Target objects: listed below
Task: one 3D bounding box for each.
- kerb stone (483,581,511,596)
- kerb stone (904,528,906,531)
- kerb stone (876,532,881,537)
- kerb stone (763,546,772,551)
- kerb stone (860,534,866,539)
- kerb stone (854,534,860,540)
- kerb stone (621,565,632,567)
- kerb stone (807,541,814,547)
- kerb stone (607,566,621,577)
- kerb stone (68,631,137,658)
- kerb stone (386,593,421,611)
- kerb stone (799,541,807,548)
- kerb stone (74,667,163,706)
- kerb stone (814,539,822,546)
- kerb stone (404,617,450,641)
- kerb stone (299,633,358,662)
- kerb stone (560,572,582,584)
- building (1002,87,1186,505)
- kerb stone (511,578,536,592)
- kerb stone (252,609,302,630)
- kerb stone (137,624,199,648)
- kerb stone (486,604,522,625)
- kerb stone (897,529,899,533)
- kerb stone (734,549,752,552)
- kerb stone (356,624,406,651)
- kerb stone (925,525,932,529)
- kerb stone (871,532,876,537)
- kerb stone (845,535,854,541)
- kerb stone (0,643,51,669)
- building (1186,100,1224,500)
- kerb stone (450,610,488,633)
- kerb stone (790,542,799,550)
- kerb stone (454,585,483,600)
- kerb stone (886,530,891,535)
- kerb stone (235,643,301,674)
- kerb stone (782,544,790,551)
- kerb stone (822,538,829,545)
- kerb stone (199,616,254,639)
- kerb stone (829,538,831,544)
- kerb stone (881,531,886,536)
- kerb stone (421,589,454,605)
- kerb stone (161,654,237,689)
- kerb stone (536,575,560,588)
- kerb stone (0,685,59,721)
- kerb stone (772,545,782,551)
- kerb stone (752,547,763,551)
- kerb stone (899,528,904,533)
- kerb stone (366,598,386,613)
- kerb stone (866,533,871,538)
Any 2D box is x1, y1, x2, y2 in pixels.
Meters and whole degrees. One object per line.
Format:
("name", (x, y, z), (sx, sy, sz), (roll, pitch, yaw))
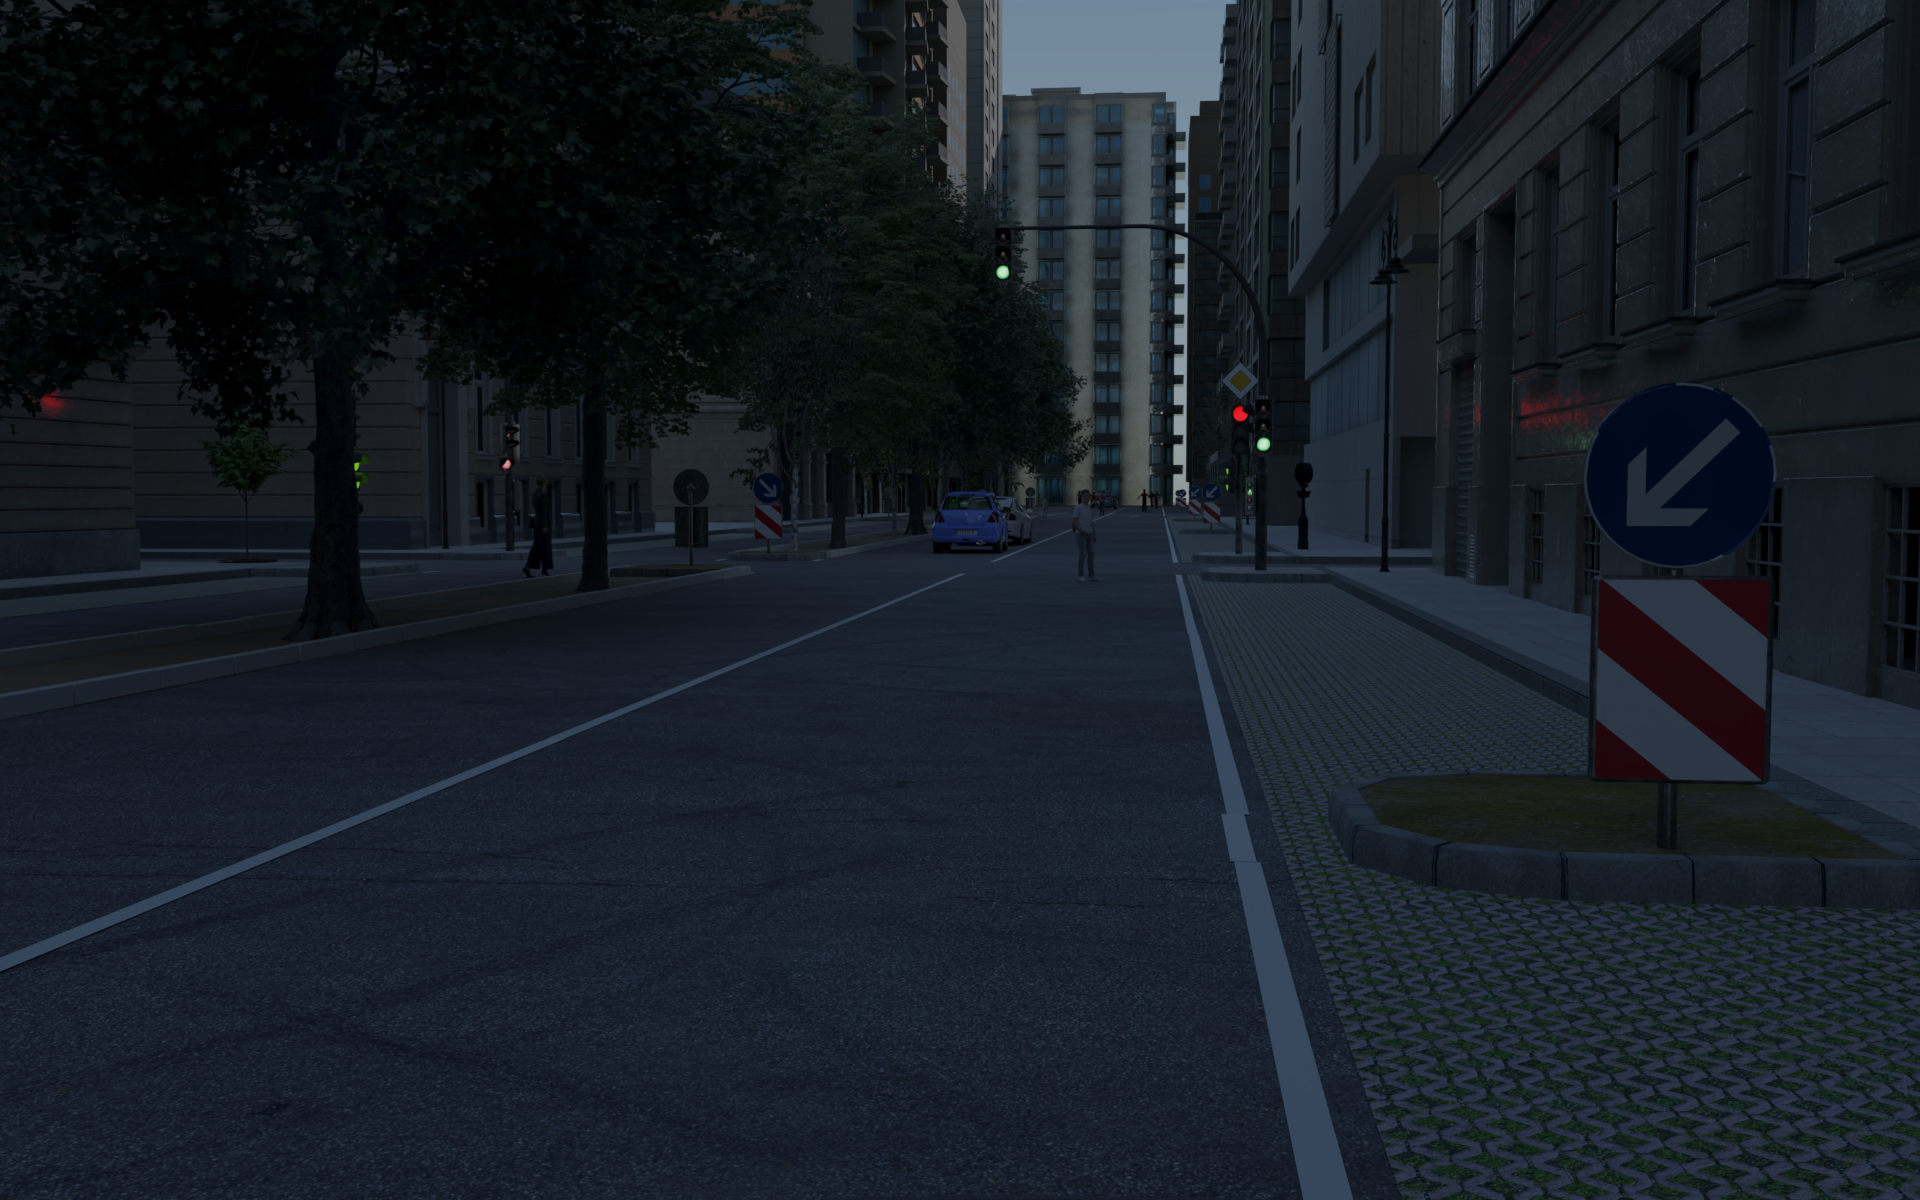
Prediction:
("kerb stone", (-6.661, -0.149, 24.625), (0.120, 0.150, 1.000), (0, 4, 7))
("kerb stone", (-2.148, -2.549, 63.874), (0.120, 0.150, 1.000), (0, 4, 7))
("kerb stone", (-2.859, -2.175, 57.765), (0.120, 0.150, 1.000), (0, 4, 7))
("kerb stone", (-4.726, -1.179, 41.474), (0.120, 0.150, 1.000), (0, 4, 7))
("kerb stone", (-3.201, -1.987, 54.717), (0.120, 0.150, 1.000), (0, 4, 7))
("kerb stone", (-3.322, -1.926, 53.697), (0.120, 0.150, 1.000), (0, 4, 7))
("kerb stone", (-5.965, -0.520, 30.727), (0.120, 0.150, 1.000), (0, 4, 7))
("kerb stone", (-4.146, -1.489, 46.573), (0.120, 0.150, 1.000), (0, 4, 7))
("kerb stone", (-6.078, -0.460, 29.711), (0.120, 0.150, 1.000), (0, 4, 7))
("kerb stone", (-7.721, 0.412, 15.467), (0.120, 0.150, 1.000), (0, 4, 7))
("kerb stone", (-7.014, 0.038, 21.579), (0.120, 0.150, 1.000), (0, 4, 7))
("kerb stone", (-4.259, -1.429, 45.557), (0.120, 0.150, 1.000), (0, 4, 7))
("kerb stone", (-5.980, 0.614, 12.207), (0.120, 0.150, 1.000), (0, 4, 7))
("kerb stone", (-4.027, -1.551, 47.588), (0.120, 0.150, 1.000), (0, 4, 7))
("kerb stone", (-5.386, 0.299, 17.306), (0.120, 0.150, 1.000), (0, 4, 7))
("kerb stone", (-5.619, 0.427, 15.263), (0.120, 0.150, 1.000), (0, 4, 7))
("kerb stone", (-6.311, -0.335, 27.675), (0.120, 0.150, 1.000), (0, 4, 7))
("building", (11.433, -35.924, 206.961), (30.456, 49.044, 23.786), (0, 4, 7))
("kerb stone", (-6.547, -0.211, 25.644), (0.120, 0.150, 1.000), (0, 4, 7))
("kerb stone", (-7.365, 0.225, 18.524), (0.120, 0.150, 1.000), (0, 4, 7))
("kerb stone", (-7.602, 0.349, 16.489), (0.120, 0.150, 1.000), (0, 4, 7))
("kerb stone", (-5.158, 0.175, 19.342), (0.120, 0.150, 1.000), (0, 4, 7))
("kerb stone", (-2.390, -2.425, 61.838), (0.120, 0.150, 1.000), (0, 4, 7))
("kerb stone", (-4.961, -1.054, 39.434), (0.120, 0.150, 1.000), (0, 4, 7))
("kerb stone", (-5.507, 0.362, 16.285), (0.120, 0.150, 1.000), (0, 4, 7))
("kerb stone", (-1.216, -3.047, 72.027), (0.120, 0.150, 1.000), (0, 4, 7))
("kerb stone", (-2.965, -2.113, 56.748), (0.120, 0.150, 1.000), (0, 4, 7))
("kerb stone", (-3.443, -1.864, 52.677), (0.120, 0.150, 1.000), (0, 4, 7))
("kerb stone", (-7.832, 0.476, 14.451), (0.120, 0.150, 1.000), (0, 4, 7))
("building", (33.458, -33.632, 199.993), (14.200, 45.320, 14.600), (0, 4, 7))
("kerb stone", (-5.275, 0.241, 18.327), (0.120, 0.150, 1.000), (0, 4, 7))
("kerb stone", (-4.372, -1.363, 44.538), (0.120, 0.150, 1.000), (0, 4, 7))
("kerb stone", (-6.788, -0.087, 23.611), (0.120, 0.150, 1.000), (0, 4, 7))
("kerb stone", (-2.616, -2.297, 59.802), (0.120, 0.150, 1.000), (0, 4, 7))
("kerb stone", (-5.744, 0.492, 14.242), (0.120, 0.150, 1.000), (0, 4, 7))
("kerb stone", (-4.493, -1.304, 43.513), (0.120, 0.150, 1.000), (0, 4, 7))
("kerb stone", (-3.910, -1.614, 48.604), (0.120, 0.150, 1.000), (0, 4, 7))
("kerb stone", (-7.479, 0.299, 17.510), (0.120, 0.150, 1.000), (0, 4, 7))
("kerb stone", (-3.792, -1.677, 49.620), (0.120, 0.150, 1.000), (0, 4, 7))
("kerb stone", (-2.732, -2.238, 58.786), (0.120, 0.150, 1.000), (0, 4, 7))
("kerb stone", (-6.896, -0.024, 22.594), (0.120, 0.150, 1.000), (0, 4, 7))
("kerb stone", (-5.863, 0.554, 13.222), (0.120, 0.150, 1.000), (0, 4, 7))
("kerb stone", (-6.429, -0.272, 26.659), (0.120, 0.150, 1.000), (0, 4, 7))
("kerb stone", (-6.092, 0.675, 11.181), (0.120, 0.150, 1.000), (0, 4, 7))
("kerb stone", (-4.609, -1.239, 42.493), (0.120, 0.150, 1.000), (0, 4, 7))
("kerb stone", (-4.843, -1.114, 40.453), (0.120, 0.150, 1.000), (0, 4, 7))
("kerb stone", (-2.274, -2.481, 62.856), (0.120, 0.150, 1.000), (0, 4, 7))
("kerb stone", (-7.131, 0.100, 20.564), (0.120, 0.150, 1.000), (0, 4, 7))
("kerb stone", (-3.086, -2.051, 55.733), (0.120, 0.150, 1.000), (0, 4, 7))
